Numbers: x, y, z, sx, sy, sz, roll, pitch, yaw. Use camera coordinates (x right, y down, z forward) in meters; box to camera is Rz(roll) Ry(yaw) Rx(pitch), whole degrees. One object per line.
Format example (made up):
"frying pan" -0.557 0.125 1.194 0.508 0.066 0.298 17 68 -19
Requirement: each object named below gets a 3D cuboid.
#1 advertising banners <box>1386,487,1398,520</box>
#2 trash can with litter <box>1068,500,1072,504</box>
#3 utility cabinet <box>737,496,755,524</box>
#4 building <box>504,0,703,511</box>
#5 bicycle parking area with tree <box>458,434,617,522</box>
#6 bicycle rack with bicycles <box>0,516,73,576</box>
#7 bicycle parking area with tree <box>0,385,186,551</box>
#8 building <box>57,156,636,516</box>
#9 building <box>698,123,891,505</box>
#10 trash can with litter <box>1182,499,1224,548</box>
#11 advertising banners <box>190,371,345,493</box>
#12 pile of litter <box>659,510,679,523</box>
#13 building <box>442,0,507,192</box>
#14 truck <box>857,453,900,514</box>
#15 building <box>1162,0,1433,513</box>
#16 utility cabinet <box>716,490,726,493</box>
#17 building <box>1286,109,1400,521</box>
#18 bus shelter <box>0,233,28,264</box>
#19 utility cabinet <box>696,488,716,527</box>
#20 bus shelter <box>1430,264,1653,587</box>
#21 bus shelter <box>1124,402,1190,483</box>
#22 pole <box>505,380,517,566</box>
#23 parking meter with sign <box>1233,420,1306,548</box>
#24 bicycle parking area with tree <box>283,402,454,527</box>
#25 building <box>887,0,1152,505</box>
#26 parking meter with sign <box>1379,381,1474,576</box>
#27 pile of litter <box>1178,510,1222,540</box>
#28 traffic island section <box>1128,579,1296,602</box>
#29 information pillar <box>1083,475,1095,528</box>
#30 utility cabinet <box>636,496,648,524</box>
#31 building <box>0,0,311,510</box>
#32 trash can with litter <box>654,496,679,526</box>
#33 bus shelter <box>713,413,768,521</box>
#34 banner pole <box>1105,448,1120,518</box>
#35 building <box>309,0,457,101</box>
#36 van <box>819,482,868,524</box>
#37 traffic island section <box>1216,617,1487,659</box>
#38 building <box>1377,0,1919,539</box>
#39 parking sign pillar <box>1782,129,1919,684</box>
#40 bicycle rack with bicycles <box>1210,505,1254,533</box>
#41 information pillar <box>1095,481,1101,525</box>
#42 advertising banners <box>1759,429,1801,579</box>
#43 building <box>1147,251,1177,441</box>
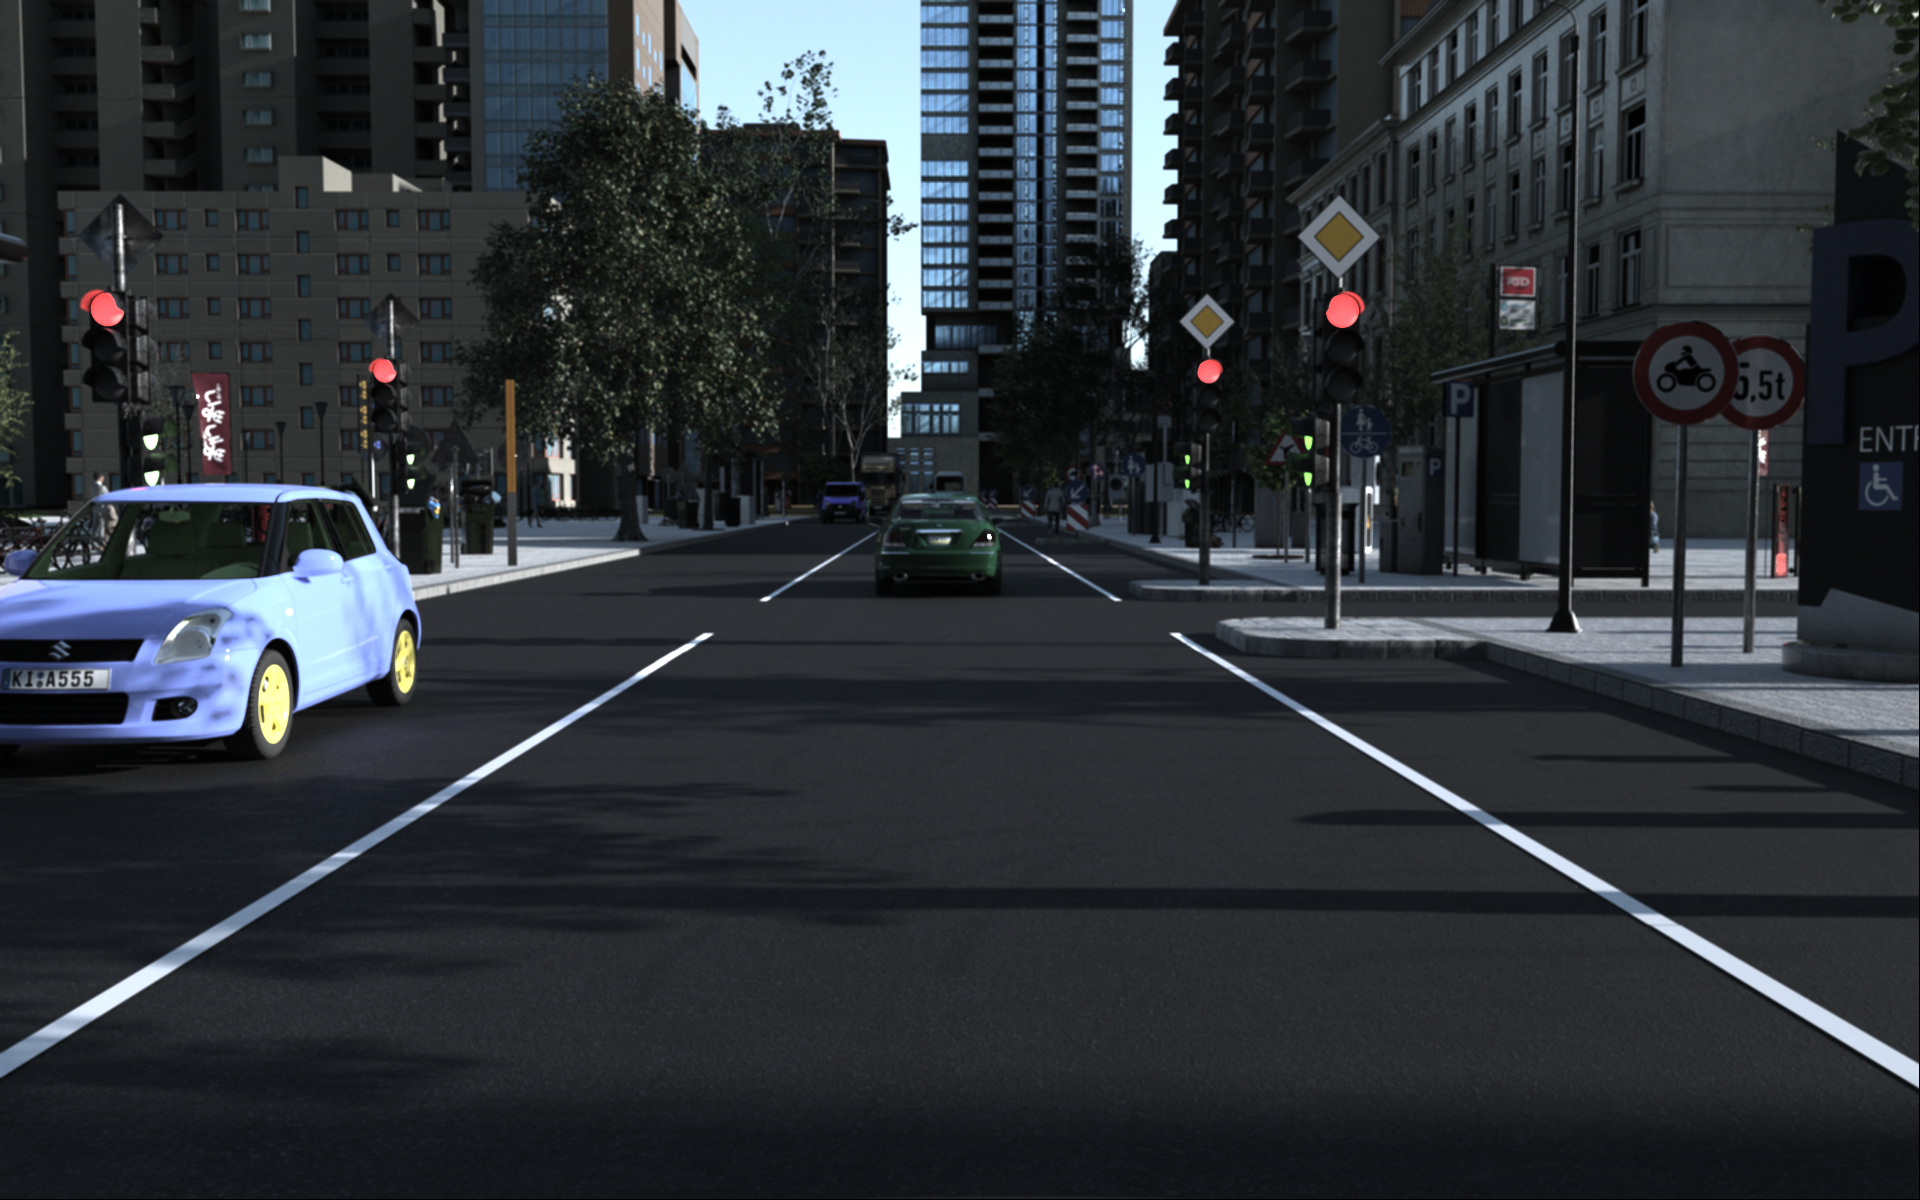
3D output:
"advertising banners" 9.106 -2.288 33.593 2.074 3.025 0.090 -2 4 -27
"trash can with litter" 6.652 -5.379 99.326 1.055 1.170 0.624 1 4 9
"utility cabinet" -9.073 -3.811 73.477 0.306 1.237 1.020 -3 5 -39
"building" -31.225 -30.863 154.716 14.200 45.320 14.600 0 4 -1
"bicycle parking area with tree" -20.755 -5.883 83.194 9.016 4.147 8.231 0 4 -5
"bicycle rack with bicycles" -14.496 -0.866 27.534 2.925 0.926 2.852 -3 4 -37
"bicycle parking area with tree" -23.159 -3.557 45.164 8.231 4.147 9.016 0 4 -8
"building" -37.729 -16.428 113.633 27.650 21.520 28.899 0 4 -1
"building" -22.887 -33.811 207.430 28.867 44.769 22.147 0 4 -1
"trash can with litter" 5.835 -1.835 41.392 1.055 1.170 0.624 3 5 42
"advertising banners" -10.060 -1.778 25.254 2.074 3.025 0.090 -2 4 -30
"pile of litter" -12.506 -3.831 76.597 1.719 0.858 1.176 3 4 36
"building" -30.868 -29.626 134.499 14.600 45.320 14.200 0 4 -1
"truck" -5.499 -7.986 119.490 2.839 4.237 11.283 0 4 -1
"building" 28.949 -30.119 147.076 22.147 44.769 28.867 0 4 -1
"utility cabinet" -13.550 -5.357 96.262 1.173 1.500 0.318 -2 4 -34
"building" 24.530 -15.460 88.929 11.583 22.565 21.152 0 4 -1
"bus shelter" -8.631 -1.964 9.737 2.179 5.291 8.768 0 4 0
"utility cabinet" -10.125 -3.593 67.416 1.173 1.500 0.318 3 5 41
"bus shelter" 9.108 -3.079 27.969 2.179 5.291 8.768 0 4 -1
"bus shelter" 8.154 -5.817 72.747 2.179 5.291 8.768 0 4 -1
"pole" -8.029 -2.272 30.985 0.158 3.312 0.155 0 3 0
"parking meter with sign" 7.338 -2.735 40.982 1.738 3.016 0.543 0 4 4
"bicycle parking area with tree" -22.423 -4.143 54.747 8.231 4.147 9.016 2 4 33
"building" 7.046 -54.662 206.390 31.000 86.520 22.319 0 4 -1
"parking meter with sign" 7.372 -1.920 27.649 0.543 3.016 1.738 -2 4 -25
"pile of litter" 6.710 -2.115 48.543 1.176 0.858 1.719 0 4 -2
"traffic island section" 3.476 -0.135 24.496 2.009 0.180 2.903 0 4 -1
"information pillar" 4.824 -3.739 65.620 0.304 2.012 0.304 -1 4 -8
"utility cabinet" -13.754 -3.854 74.169 1.020 1.237 0.306 3 5 44
"building" -70.901 -32.188 149.968 21.600 48.544 21.300 0 4 -1
"trash can with litter" -11.300 -3.603 69.963 2.233 1.210 1.678 -1 4 -14
"bus shelter" -11.068 -6.646 86.300 2.179 5.291 8.768 0 4 -1
"banner pole" 8.352 -6.396 94.586 0.863 3.779 0.401 1 4 9
"building" -49.073 -32.202 150.210 21.600 48.544 21.300 0 4 -1
"van" -5.709 -4.967 85.598 2.240 2.365 5.245 0 4 1
"traffic island section" 3.571 0.353 16.511 2.009 0.180 2.903 0 4 -1
"building" 26.958 -14.074 63.388 16.112 22.955 30.059 0 4 -1
"parking sign pillar" 6.684 -1.457 12.286 1.447 3.967 1.447 -2 4 -25
"bicycle rack with bicycles" 8.566 -2.771 58.682 2.925 0.926 2.852 0 4 -7
"information pillar" 5.621 -4.089 71.353 0.304 2.012 0.304 0 4 -7
"advertising banners" 12.556 -1.849 26.416 2.074 3.025 0.090 -3 5 -40
"building" 29.826 -26.446 204.088 14.107 30.474 14.160 0 4 -1
